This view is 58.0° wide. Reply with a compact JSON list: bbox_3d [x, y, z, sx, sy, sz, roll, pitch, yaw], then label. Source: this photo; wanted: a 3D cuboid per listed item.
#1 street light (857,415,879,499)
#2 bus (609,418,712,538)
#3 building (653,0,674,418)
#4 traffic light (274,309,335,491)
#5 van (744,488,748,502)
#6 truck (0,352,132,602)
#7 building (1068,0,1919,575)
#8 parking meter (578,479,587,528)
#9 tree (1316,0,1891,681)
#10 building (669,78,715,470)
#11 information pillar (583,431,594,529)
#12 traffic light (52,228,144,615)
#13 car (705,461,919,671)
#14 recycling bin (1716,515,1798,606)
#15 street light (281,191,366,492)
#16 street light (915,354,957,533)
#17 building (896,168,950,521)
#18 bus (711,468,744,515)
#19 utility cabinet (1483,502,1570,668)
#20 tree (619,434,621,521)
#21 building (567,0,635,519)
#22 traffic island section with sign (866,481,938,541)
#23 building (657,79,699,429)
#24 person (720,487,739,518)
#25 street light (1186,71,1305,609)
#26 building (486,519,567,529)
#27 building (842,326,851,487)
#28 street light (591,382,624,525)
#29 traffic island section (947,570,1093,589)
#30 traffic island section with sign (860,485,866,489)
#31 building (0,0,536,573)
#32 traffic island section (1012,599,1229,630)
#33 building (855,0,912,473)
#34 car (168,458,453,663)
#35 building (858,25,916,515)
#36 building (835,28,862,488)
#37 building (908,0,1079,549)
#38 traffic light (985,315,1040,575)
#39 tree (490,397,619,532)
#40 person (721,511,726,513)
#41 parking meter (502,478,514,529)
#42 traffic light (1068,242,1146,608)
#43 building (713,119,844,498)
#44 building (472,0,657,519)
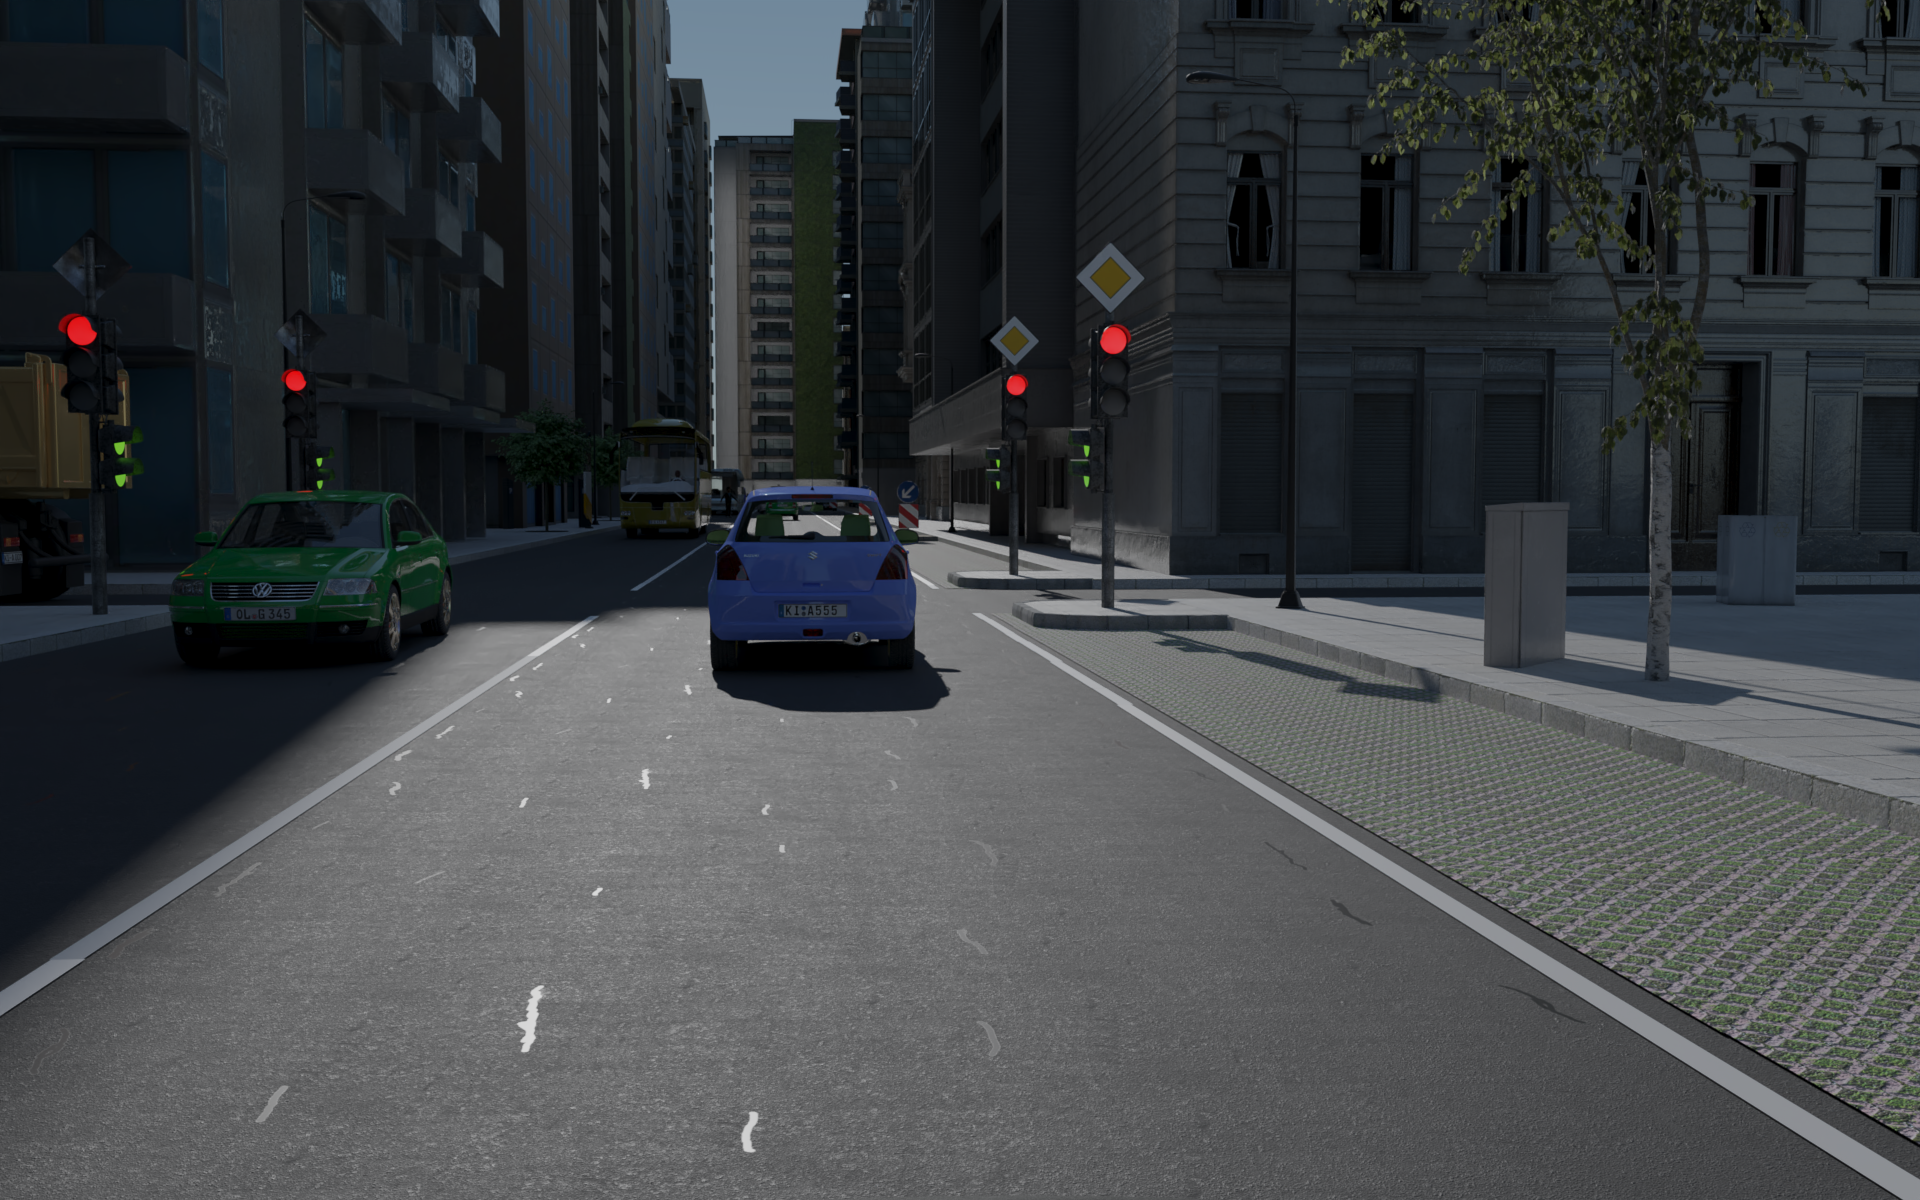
[{"bbox_3d":[-5.350,-7.899,101.687,1.470,5.913,1.316,0,4,-6],"label":"street light"},{"bbox_3d":[-10.087,-4.181,59.909,2.896,3.916,12.252,0,4,-6],"label":"bus"},{"bbox_3d":[-35.249,-32.861,126.513,28.713,52.752,27.495,0,4,-6],"label":"building"},{"bbox_3d":[-9.968,-2.286,26.289,0.839,4.253,0.868,0,4,-6],"label":"traffic light"},{"bbox_3d":[-20.499,-9.437,158.670,2.240,2.365,5.245,0,4,-7],"label":"van"},{"bbox_3d":[-16.001,-1.593,21.966,9.791,3.379,3.469,0,4,-4],"label":"truck"},{"bbox_3d":[11.695,-11.199,32.254,18.267,20.994,9.793,0,4,-6],"label":"building"},{"bbox_3d":[-14.366,-3.698,66.181,0.399,1.863,0.255,-2,4,-24],"label":"parking meter"},{"bbox_3d":[4.569,-3.751,11.689,4.360,8.622,3.978,0,3,0],"label":"tree"},{"bbox_3d":[-38.735,-34.841,193.356,21.600,48.544,21.300,0,4,-6],"label":"building"},{"bbox_3d":[-13.834,-4.465,64.349,0.183,3.616,0.504,1,4,14],"label":"information pillar"},{"bbox_3d":[-9.149,-1.800,18.346,0.839,4.253,0.868,0,4,-6],"label":"traffic light"},{"bbox_3d":[-1.310,-0.356,15.414,1.945,1.707,3.694,0,4,-5],"label":"car"},{"bbox_3d":[9.302,-0.470,20.241,0.722,1.027,0.722,1,4,12],"label":"recycling bin"},{"bbox_3d":[-9.808,-3.310,26.663,1.470,5.913,1.316,0,4,-6],"label":"street light"},{"bbox_3d":[-0.801,-5.193,57.454,1.470,5.913,1.316,0,4,-6],"label":"street light"},{"bbox_3d":[4.189,-16.295,85.503,14.460,24.649,34.723,0,4,-6],"label":"building"},{"bbox_3d":[-16.635,-7.728,121.207,2.948,3.499,13.247,0,4,-5],"label":"bus"},{"bbox_3d":[4.311,-0.124,13.197,0.306,1.237,1.020,3,4,37],"label":"utility cabinet"},{"bbox_3d":[-16.756,-6.055,82.710,4.285,4.588,4.351,0,3,0],"label":"tree"},{"bbox_3d":[-24.990,-19.565,91.584,14.160,30.474,14.107,0,4,-6],"label":"building"},{"bbox_3d":[-1.741,-2.710,52.944,1.989,1.847,2.006,0,4,-6],"label":"traffic island section with sign"},{"bbox_3d":[-36.465,-28.588,159.301,23.993,40.220,32.217,0,4,-6],"label":"building"},{"bbox_3d":[-13.907,-5.872,104.140,0.705,1.869,1.348,3,5,45],"label":"person"},{"bbox_3d":[3.177,-2.857,19.257,1.470,5.913,1.316,0,4,-6],"label":"street light"},{"bbox_3d":[-23.457,-25.624,69.059,14.600,45.320,14.200,0,4,-6],"label":"building"},{"bbox_3d":[0.894,-21.793,201.347,28.899,21.520,27.650,0,4,-6],"label":"building"},{"bbox_3d":[-14.566,-6.060,71.622,1.470,5.913,1.316,0,4,-6],"label":"street light"},{"bbox_3d":[0.876,-0.321,27.532,2.009,0.180,2.903,0,4,-6],"label":"traffic island section"},{"bbox_3d":[-4.505,-4.353,79.802,1.989,1.847,2.006,0,4,-6],"label":"traffic island section with sign"},{"bbox_3d":[-23.073,-25.624,38.554,23.786,49.044,30.456,0,4,-6],"label":"building"},{"bbox_3d":[1.694,0.165,19.588,2.009,0.180,2.903,0,4,-6],"label":"traffic island section"},{"bbox_3d":[3.995,-31.491,134.484,23.786,49.044,30.456,0,4,-6],"label":"building"},{"bbox_3d":[-5.911,-0.449,16.145,1.959,1.807,4.718,0,4,-8],"label":"car"},{"bbox_3d":[0.385,-20.785,111.542,14.160,30.474,14.107,0,4,-6],"label":"building"},{"bbox_3d":[-0.548,-31.162,164.117,22.147,44.769,28.867,0,4,-6],"label":"building"},{"bbox_3d":[6.561,-14.323,53.246,14.314,24.678,30.058,0,4,-6],"label":"building"},{"bbox_3d":[0.835,-2.354,27.414,0.839,4.253,0.868,0,4,-6],"label":"traffic light"},{"bbox_3d":[-14.109,-4.584,58.664,4.285,4.588,4.351,0,3,0],"label":"tree"},{"bbox_3d":[-17.891,-7.487,130.896,0.705,1.826,1.348,1,4,15],"label":"person"},{"bbox_3d":[-16.530,-3.527,63.375,0.255,1.863,0.399,1,4,18],"label":"parking meter"},{"bbox_3d":[1.653,-1.868,19.470,0.839,4.253,0.868,0,4,-6],"label":"traffic light"},{"bbox_3d":[-20.054,-31.084,191.809,14.086,41.232,14.154,0,4,-6],"label":"building"},{"bbox_3d":[-26.317,-27.928,106.739,14.600,45.320,14.200,0,4,-6],"label":"building"}]
